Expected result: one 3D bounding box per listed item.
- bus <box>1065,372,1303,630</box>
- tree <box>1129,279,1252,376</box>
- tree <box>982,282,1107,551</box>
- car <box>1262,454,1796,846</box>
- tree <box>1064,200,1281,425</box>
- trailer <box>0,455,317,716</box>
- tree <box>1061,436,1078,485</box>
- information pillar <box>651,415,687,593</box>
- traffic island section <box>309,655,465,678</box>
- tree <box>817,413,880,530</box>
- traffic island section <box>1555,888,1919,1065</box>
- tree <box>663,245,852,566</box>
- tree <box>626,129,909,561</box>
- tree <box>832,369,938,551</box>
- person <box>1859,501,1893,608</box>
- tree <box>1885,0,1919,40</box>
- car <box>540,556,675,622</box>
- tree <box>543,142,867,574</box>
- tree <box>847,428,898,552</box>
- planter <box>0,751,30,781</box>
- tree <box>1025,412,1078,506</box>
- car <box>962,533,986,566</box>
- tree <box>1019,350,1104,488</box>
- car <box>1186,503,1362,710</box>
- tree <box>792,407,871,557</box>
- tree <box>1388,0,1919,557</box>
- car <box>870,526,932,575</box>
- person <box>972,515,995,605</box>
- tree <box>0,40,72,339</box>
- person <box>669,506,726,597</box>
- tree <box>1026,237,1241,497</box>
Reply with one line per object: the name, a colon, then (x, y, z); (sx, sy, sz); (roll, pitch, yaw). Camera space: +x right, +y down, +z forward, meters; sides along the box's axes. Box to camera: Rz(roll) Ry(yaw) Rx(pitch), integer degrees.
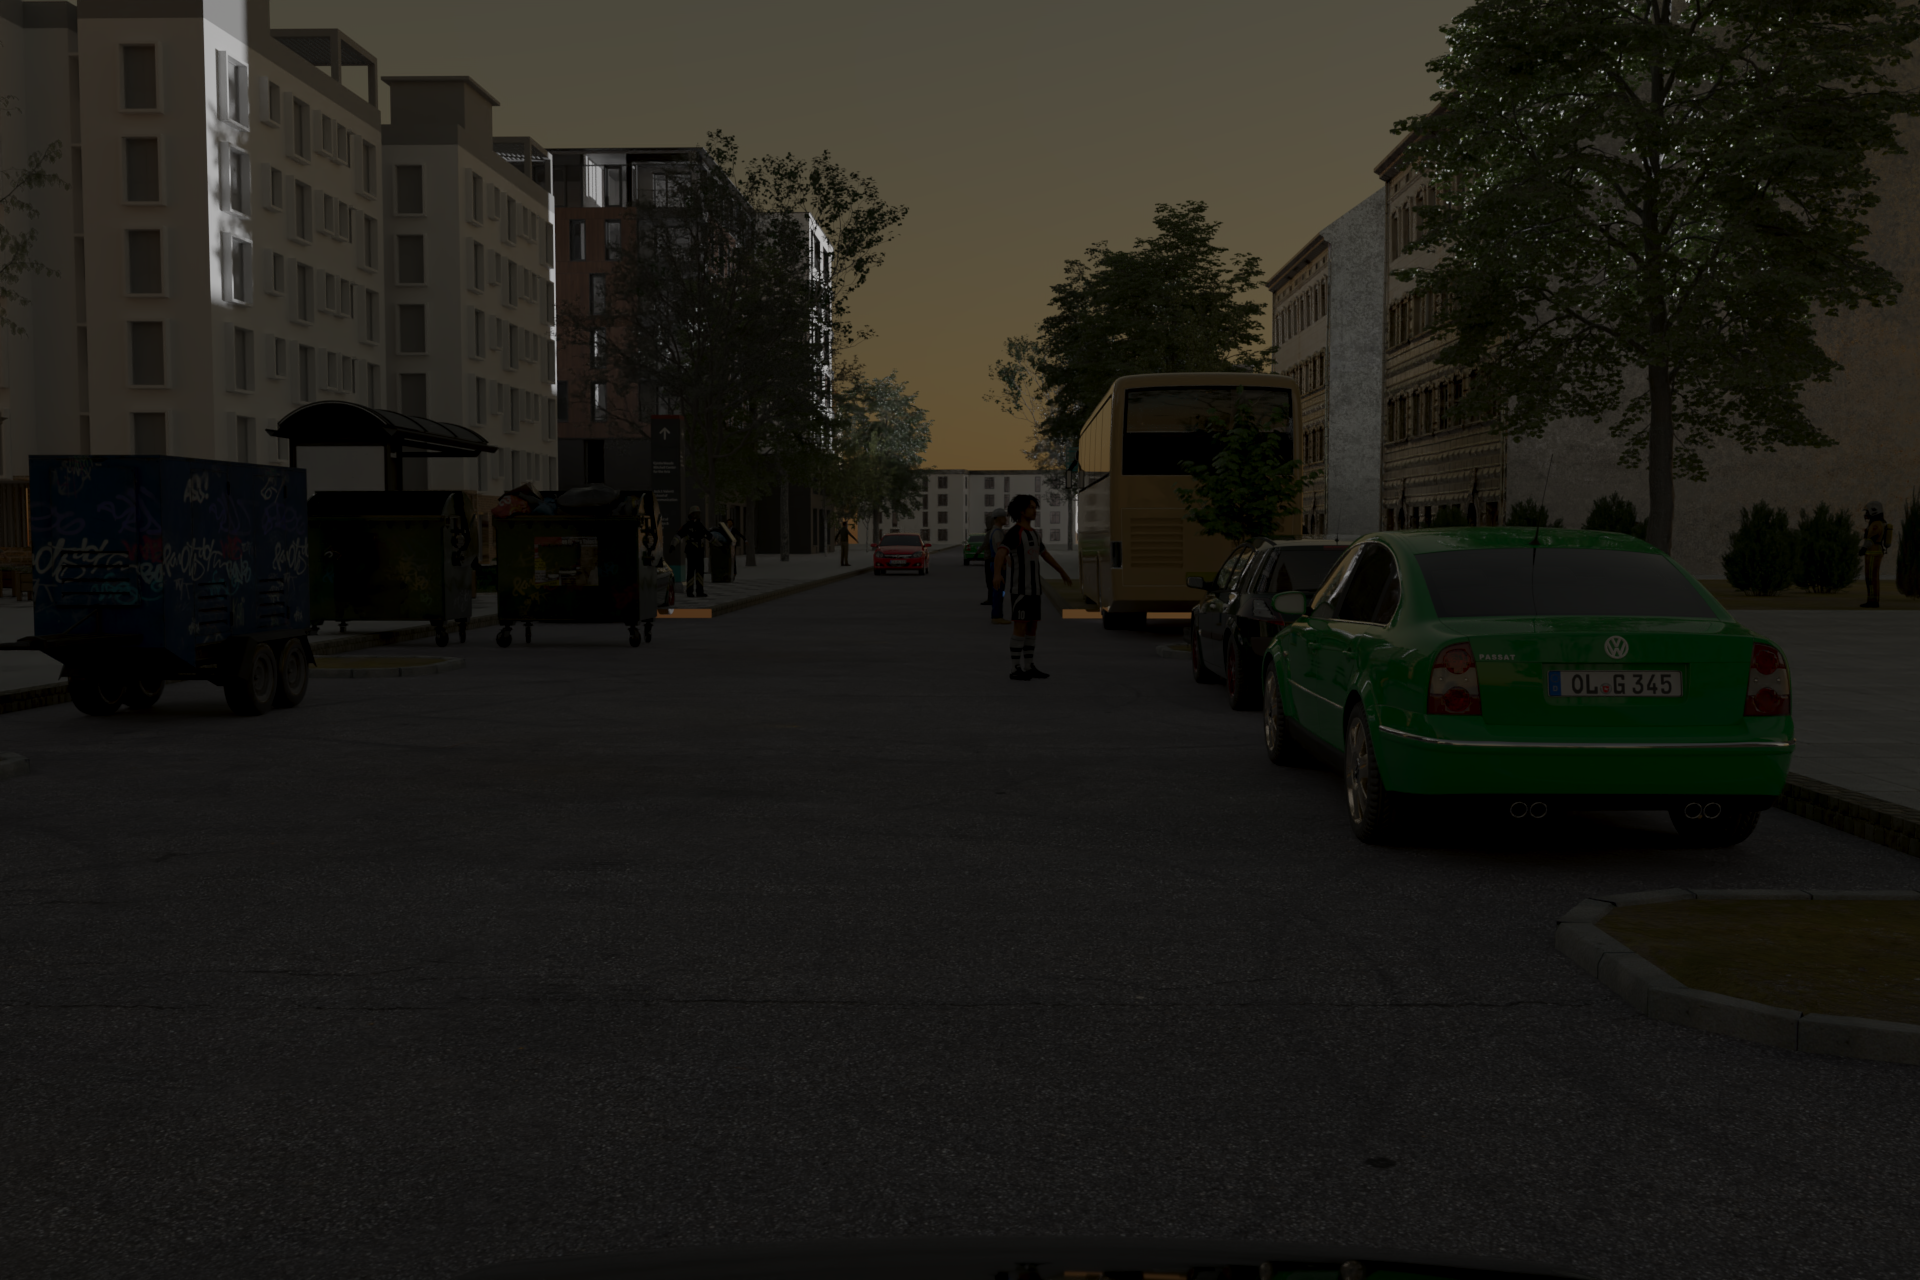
bus: (3.404, -2.277, 28.775); (2.896, 3.916, 12.252); (0, 4, 2)
tree: (6.720, -6.124, 50.492); (4.737, 8.622, 4.395); (0, 3, 0)
tree: (8.053, -16.903, 132.250); (12.611, 20.169, 13.585); (0, 3, 0)
car: (2.759, -0.034, 9.351); (1.959, 1.807, 4.718); (0, 4, 2)
tree: (7.253, -8.629, 59.209); (7.486, 12.596, 7.792); (0, 3, 0)
trailer: (-6.213, -0.379, 13.246); (1.471, 1.999, 3.904); (0, 4, 1)
tree: (7.912, -8.927, 96.311); (4.737, 8.622, 4.395); (0, 3, 0)
information pillar: (-6.379, -2.969, 37.915); (0.750, 3.857, 0.750); (0, 4, 1)
traffic island section: (-6.336, 0.285, 18.205); (1.991, 0.108, 1.994); (0, 4, 2)
tree: (-6.880, -9.405, 104.139); (4.360, 8.622, 3.978); (0, 3, 0)
traffic island section: (3.044, 1.057, 5.593); (1.991, 0.108, 1.994); (0, 4, 1)
tree: (-8.068, -9.178, 68.184); (7.486, 12.596, 7.792); (0, 3, 0)
tree: (-9.098, -13.816, 81.788); (12.611, 20.169, 13.585); (0, 3, 0)
tree: (-6.560, -13.831, 132.796); (9.857, 13.997, 8.962); (0, 3, 0)
person: (15.912, -1.497, 30.239); (0.705, 1.858, 1.354); (2, 4, 34)
tree: (27.947, -11.289, 40.461); (12.611, 20.169, 13.585); (0, 3, 0)
car: (-6.024, -1.208, 29.536); (2.009, 1.686, 4.222); (0, 4, 2)
tree: (-8.096, -8.874, 55.454); (12.009, 13.543, 11.850); (0, 3, 0)
tree: (-6.428, -10.421, 120.753); (4.737, 8.622, 4.395); (0, 3, 0)
planter: (-6.567, 0.688, 9.894); (1.991, 0.319, 1.994); (0, 4, 1)
tree: (8.863, -11.292, 119.042); (8.767, 10.594, 7.601); (-1, 4, -10)
car: (1.065, -4.354, 79.984); (1.959, 1.807, 4.718); (0, 4, 1)
tree: (8.642, -11.960, 105.914); (12.009, 13.543, 11.850); (0, 3, 0)
car: (3.080, -0.346, 15.439); (2.009, 1.686, 4.222); (0, 4, 1)
tree: (-7.218, -8.909, 96.019); (4.737, 8.622, 4.395); (0, 3, 0)
tree: (9.438, -6.460, 23.751); (7.486, 12.596, 7.792); (0, 3, 0)
car: (-2.055, -3.194, 61.266); (2.155, 1.783, 4.494); (0, 4, 2)
person: (0.607, -1.618, 35.045); (0.705, 1.813, 1.348); (1, 4, 23)
tree: (-12.617, -4.246, 19.791); (4.360, 8.622, 3.978); (0, 3, 0)
person: (-5.386, -1.806, 35.313); (1.354, 1.856, 0.705); (-3, 5, -43)
tree: (7.760, -10.271, 74.592); (9.857, 13.997, 8.962); (0, 3, 0)
